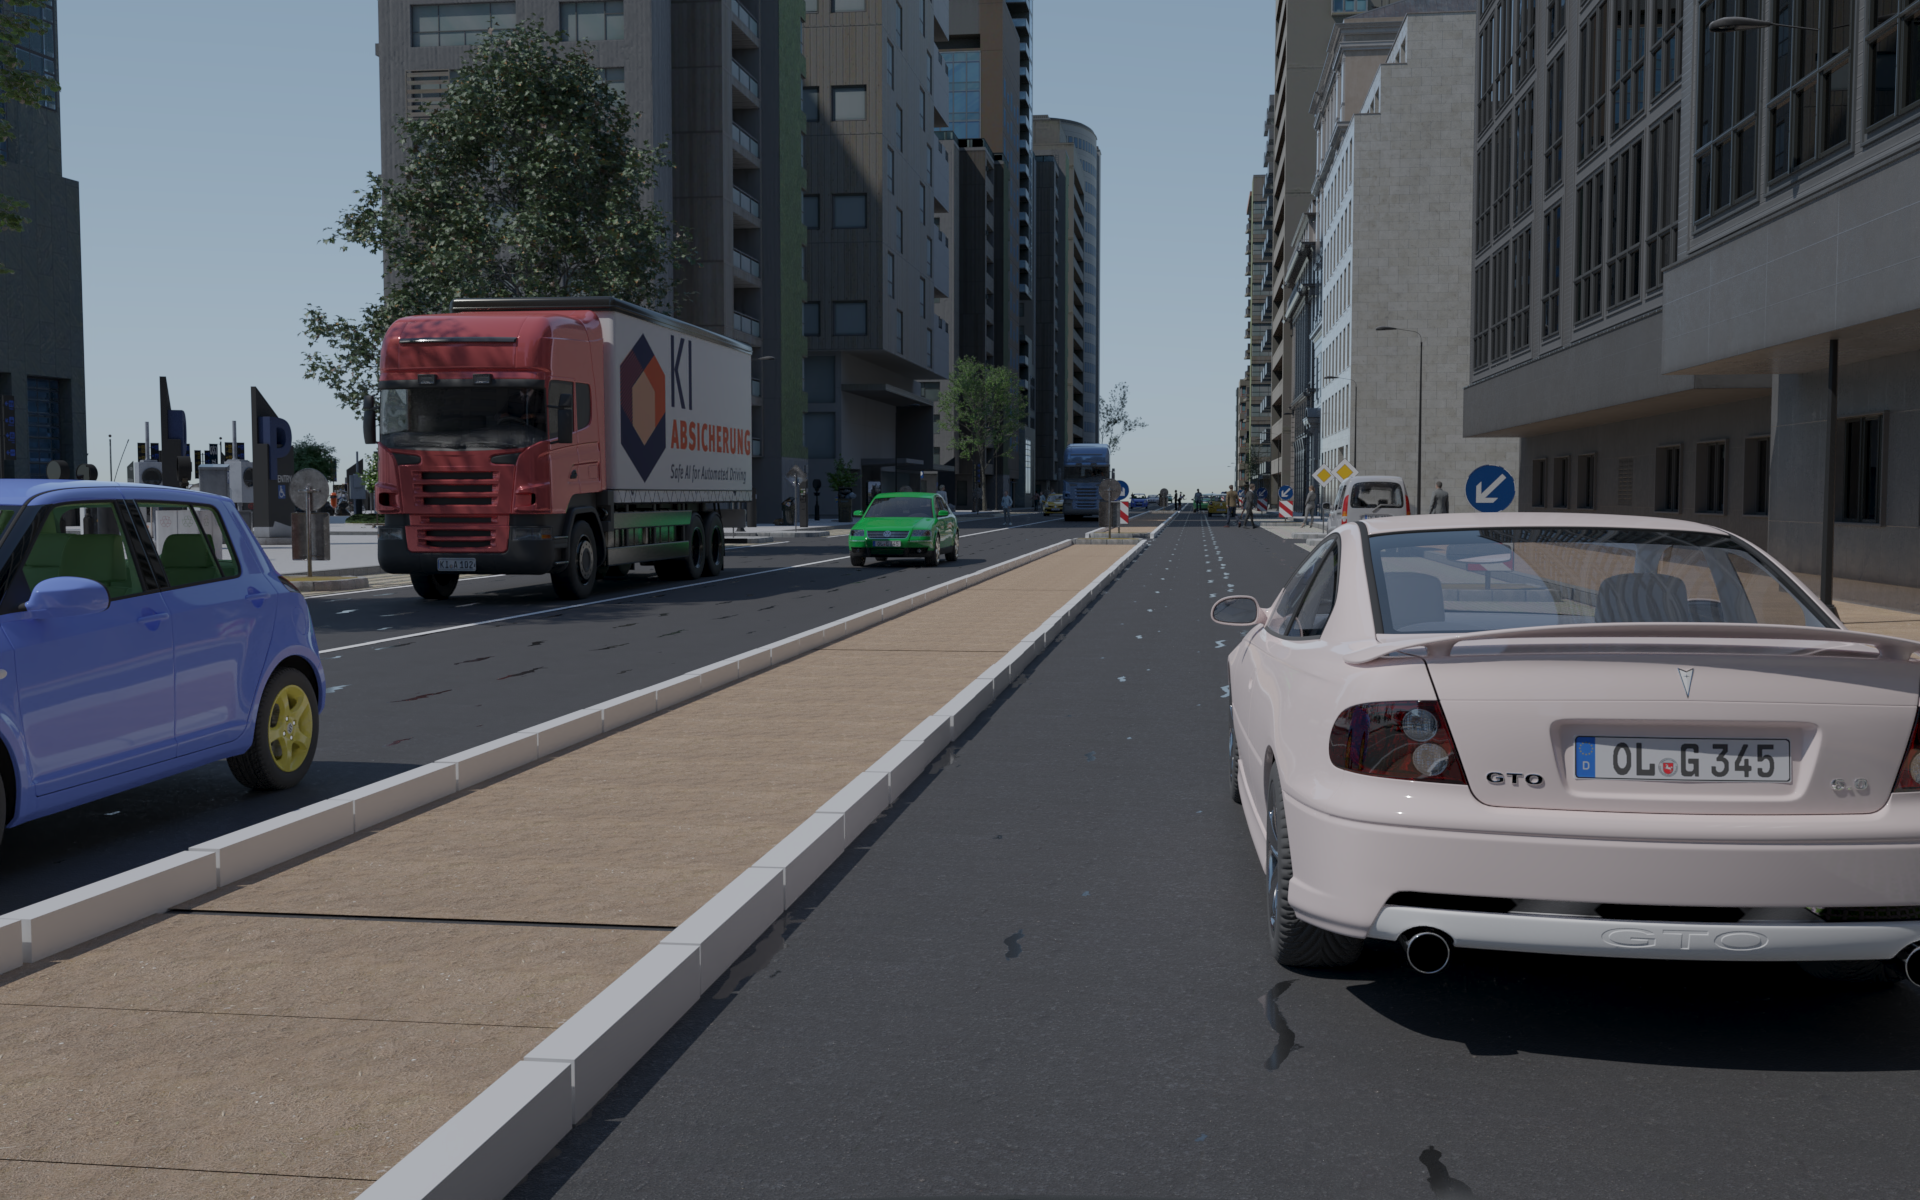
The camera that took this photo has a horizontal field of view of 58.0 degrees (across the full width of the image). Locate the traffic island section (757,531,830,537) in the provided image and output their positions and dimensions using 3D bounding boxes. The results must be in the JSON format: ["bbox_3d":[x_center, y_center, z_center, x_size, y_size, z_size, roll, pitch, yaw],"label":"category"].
[{"bbox_3d":[-5.586,-2.230,58.746,2.009,0.180,2.903,0,4,8],"label":"traffic island section"}]

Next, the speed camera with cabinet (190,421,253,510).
[{"bbox_3d":[-19.531,-3.160,45.999,0.660,3.252,2.038,1,4,15],"label":"speed camera with cabinet"}]

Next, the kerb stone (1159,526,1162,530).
[{"bbox_3d":[7.292,-2.555,63.977,0.120,0.150,1.000,0,4,8],"label":"kerb stone"}]

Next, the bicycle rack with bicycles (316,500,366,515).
[{"bbox_3d":[-37.915,-5.700,106.575,2.925,0.926,2.852,0,4,5],"label":"bicycle rack with bicycles"}]

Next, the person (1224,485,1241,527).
[{"bbox_3d":[11.740,-4.039,74.448,0.836,1.842,0.656,3,4,38],"label":"person"}]

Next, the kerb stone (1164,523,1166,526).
[{"bbox_3d":[8.269,-2.990,71.074,0.120,0.150,1.000,0,4,8],"label":"kerb stone"}]

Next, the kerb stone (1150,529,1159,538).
[{"bbox_3d":[6.732,-2.301,59.924,0.120,0.150,1.000,0,4,8],"label":"kerb stone"}]

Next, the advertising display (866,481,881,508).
[{"bbox_3d":[-4.174,-4.806,83.796,0.123,1.923,0.974,3,5,39],"label":"advertising display"}]

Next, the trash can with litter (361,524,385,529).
[{"bbox_3d":[-21.502,-3.310,65.169,2.233,1.210,1.678,2,4,24],"label":"trash can with litter"}]

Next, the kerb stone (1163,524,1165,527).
[{"bbox_3d":[7.986,-2.865,69.050,0.120,0.150,1.000,0,4,8],"label":"kerb stone"}]

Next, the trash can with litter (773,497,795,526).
[{"bbox_3d":[-7.155,-3.600,70.248,1.055,1.170,0.624,2,4,35],"label":"trash can with litter"}]

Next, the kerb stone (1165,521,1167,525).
[{"bbox_3d":[8.813,-3.238,75.140,0.120,0.150,1.000,0,4,8],"label":"kerb stone"}]

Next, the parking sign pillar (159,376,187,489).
[{"bbox_3d":[-18.305,-3.173,40.343,1.447,3.967,1.447,-1,4,-19],"label":"parking sign pillar"}]

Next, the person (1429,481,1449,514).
[{"bbox_3d":[14.159,-2.605,51.194,0.694,1.812,0.767,-1,4,-19],"label":"person"}]

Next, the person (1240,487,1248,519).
[{"bbox_3d":[16.056,-5.423,97.261,0.616,1.811,0.778,3,5,42],"label":"person"}]

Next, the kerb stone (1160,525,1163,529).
[{"bbox_3d":[7.436,-2.618,64.998,0.120,0.150,1.000,0,4,8],"label":"kerb stone"}]

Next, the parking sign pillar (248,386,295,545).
[{"bbox_3d":[-17.432,-3.395,43.984,1.447,3.967,1.447,0,4,7],"label":"parking sign pillar"}]

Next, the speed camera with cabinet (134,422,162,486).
[{"bbox_3d":[-22.616,-3.207,46.776,2.038,3.252,0.660,-3,4,-37],"label":"speed camera with cabinet"}]

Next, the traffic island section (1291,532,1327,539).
[{"bbox_3d":[11.842,-2.084,56.361,2.009,0.180,2.903,0,4,8],"label":"traffic island section"}]

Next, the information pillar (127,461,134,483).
[{"bbox_3d":[-58.464,-8.000,122.152,0.504,3.616,0.183,0,4,6],"label":"information pillar"}]

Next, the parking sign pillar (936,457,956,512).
[{"bbox_3d":[-1.027,-8.355,125.084,1.447,3.967,1.447,-1,4,-17],"label":"parking sign pillar"}]

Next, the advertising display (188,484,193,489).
[{"bbox_3d":[-49.295,-6.490,111.328,0.974,1.923,0.123,3,4,37],"label":"advertising display"}]

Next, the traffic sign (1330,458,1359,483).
[{"bbox_3d":[10.733,-2.736,48.376,0.795,2.450,0.064,0,4,8],"label":"traffic sign"}]

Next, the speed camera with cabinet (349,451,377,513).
[{"bbox_3d":[-27.331,-5.280,80.660,2.038,3.252,0.660,-1,4,-23],"label":"speed camera with cabinet"}]

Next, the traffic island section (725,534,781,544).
[{"bbox_3d":[-6.671,-1.746,50.834,2.009,0.180,2.903,0,4,8],"label":"traffic island section"}]

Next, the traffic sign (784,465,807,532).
[{"bbox_3d":[-5.562,-3.366,58.681,0.795,2.450,0.064,0,4,8],"label":"traffic sign"}]

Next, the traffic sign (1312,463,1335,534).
[{"bbox_3d":[11.818,-3.220,56.287,0.795,2.450,0.064,0,4,8],"label":"traffic sign"}]

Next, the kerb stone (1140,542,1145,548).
[{"bbox_3d":[4.570,-1.335,44.102,0.120,0.150,1.000,0,4,8],"label":"kerb stone"}]

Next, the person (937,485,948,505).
[{"bbox_3d":[-0.798,-4.226,77.479,0.514,1.842,0.818,0,3,0],"label":"person"}]

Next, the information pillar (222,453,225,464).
[{"bbox_3d":[-40.793,-6.407,96.105,0.183,3.616,0.504,1,4,18],"label":"information pillar"}]

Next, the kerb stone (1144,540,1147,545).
[{"bbox_3d":[4.846,-1.461,46.128,0.120,0.150,1.000,0,4,8],"label":"kerb stone"}]

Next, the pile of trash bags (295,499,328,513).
[{"bbox_3d":[-34.748,-4.870,89.381,3.447,1.369,1.912,2,4,26],"label":"pile of trash bags"}]

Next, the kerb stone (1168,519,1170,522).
[{"bbox_3d":[9.659,-3.610,81.216,0.120,0.150,1.000,0,4,8],"label":"kerb stone"}]

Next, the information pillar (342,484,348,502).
[{"bbox_3d":[-42.916,-7.118,120.870,0.304,2.012,0.304,3,4,38],"label":"information pillar"}]

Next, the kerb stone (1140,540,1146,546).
[{"bbox_3d":[4.700,-1.402,45.116,0.120,0.150,1.000,0,4,8],"label":"kerb stone"}]

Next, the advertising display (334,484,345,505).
[{"bbox_3d":[-41.862,-6.824,116.793,0.123,1.923,0.974,2,4,30],"label":"advertising display"}]

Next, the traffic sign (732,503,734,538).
[{"bbox_3d":[-6.646,-2.882,50.769,0.795,2.450,0.064,0,4,8],"label":"traffic sign"}]

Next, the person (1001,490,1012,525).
[{"bbox_3d":[2.156,-4.292,80.486,0.589,1.601,0.330,3,4,39],"label":"person"}]

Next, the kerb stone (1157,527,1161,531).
[{"bbox_3d":[7.012,-2.431,61.949,0.120,0.150,1.000,0,4,8],"label":"kerb stone"}]

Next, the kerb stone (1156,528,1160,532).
[{"bbox_3d":[6.878,-2.369,60.936,0.120,0.150,1.000,0,4,8],"label":"kerb stone"}]

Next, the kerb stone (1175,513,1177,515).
[{"bbox_3d":[12.989,-5.100,105.579,0.120,0.150,1.000,0,4,8],"label":"kerb stone"}]

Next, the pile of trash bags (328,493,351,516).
[{"bbox_3d":[-36.985,-5.656,102.231,1.912,1.369,3.447,-1,4,-20],"label":"pile of trash bags"}]

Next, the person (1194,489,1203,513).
[{"bbox_3d":[17.679,-7.342,128.382,0.661,1.843,0.795,1,4,15],"label":"person"}]

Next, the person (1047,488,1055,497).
[{"bbox_3d":[6.552,-7.052,123.894,0.679,1.850,0.850,1,4,18],"label":"person"}]

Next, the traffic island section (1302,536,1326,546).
[{"bbox_3d":[10.758,-1.601,48.450,2.009,0.180,2.903,0,4,8],"label":"traffic island section"}]

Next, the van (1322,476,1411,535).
[{"bbox_3d":[9.617,-2.070,40.852,2.013,2.044,4.112,0,4,7],"label":"van"}]

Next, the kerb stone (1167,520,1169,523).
[{"bbox_3d":[9.235,-3.424,78.180,0.120,0.150,1.000,0,4,8],"label":"kerb stone"}]

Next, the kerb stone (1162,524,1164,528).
[{"bbox_3d":[7.847,-2.801,68.038,0.120,0.150,1.000,0,4,8],"label":"kerb stone"}]

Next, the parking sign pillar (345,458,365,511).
[{"bbox_3d":[-45.500,-8.663,130.119,1.447,3.967,1.447,-3,5,-43],"label":"parking sign pillar"}]
